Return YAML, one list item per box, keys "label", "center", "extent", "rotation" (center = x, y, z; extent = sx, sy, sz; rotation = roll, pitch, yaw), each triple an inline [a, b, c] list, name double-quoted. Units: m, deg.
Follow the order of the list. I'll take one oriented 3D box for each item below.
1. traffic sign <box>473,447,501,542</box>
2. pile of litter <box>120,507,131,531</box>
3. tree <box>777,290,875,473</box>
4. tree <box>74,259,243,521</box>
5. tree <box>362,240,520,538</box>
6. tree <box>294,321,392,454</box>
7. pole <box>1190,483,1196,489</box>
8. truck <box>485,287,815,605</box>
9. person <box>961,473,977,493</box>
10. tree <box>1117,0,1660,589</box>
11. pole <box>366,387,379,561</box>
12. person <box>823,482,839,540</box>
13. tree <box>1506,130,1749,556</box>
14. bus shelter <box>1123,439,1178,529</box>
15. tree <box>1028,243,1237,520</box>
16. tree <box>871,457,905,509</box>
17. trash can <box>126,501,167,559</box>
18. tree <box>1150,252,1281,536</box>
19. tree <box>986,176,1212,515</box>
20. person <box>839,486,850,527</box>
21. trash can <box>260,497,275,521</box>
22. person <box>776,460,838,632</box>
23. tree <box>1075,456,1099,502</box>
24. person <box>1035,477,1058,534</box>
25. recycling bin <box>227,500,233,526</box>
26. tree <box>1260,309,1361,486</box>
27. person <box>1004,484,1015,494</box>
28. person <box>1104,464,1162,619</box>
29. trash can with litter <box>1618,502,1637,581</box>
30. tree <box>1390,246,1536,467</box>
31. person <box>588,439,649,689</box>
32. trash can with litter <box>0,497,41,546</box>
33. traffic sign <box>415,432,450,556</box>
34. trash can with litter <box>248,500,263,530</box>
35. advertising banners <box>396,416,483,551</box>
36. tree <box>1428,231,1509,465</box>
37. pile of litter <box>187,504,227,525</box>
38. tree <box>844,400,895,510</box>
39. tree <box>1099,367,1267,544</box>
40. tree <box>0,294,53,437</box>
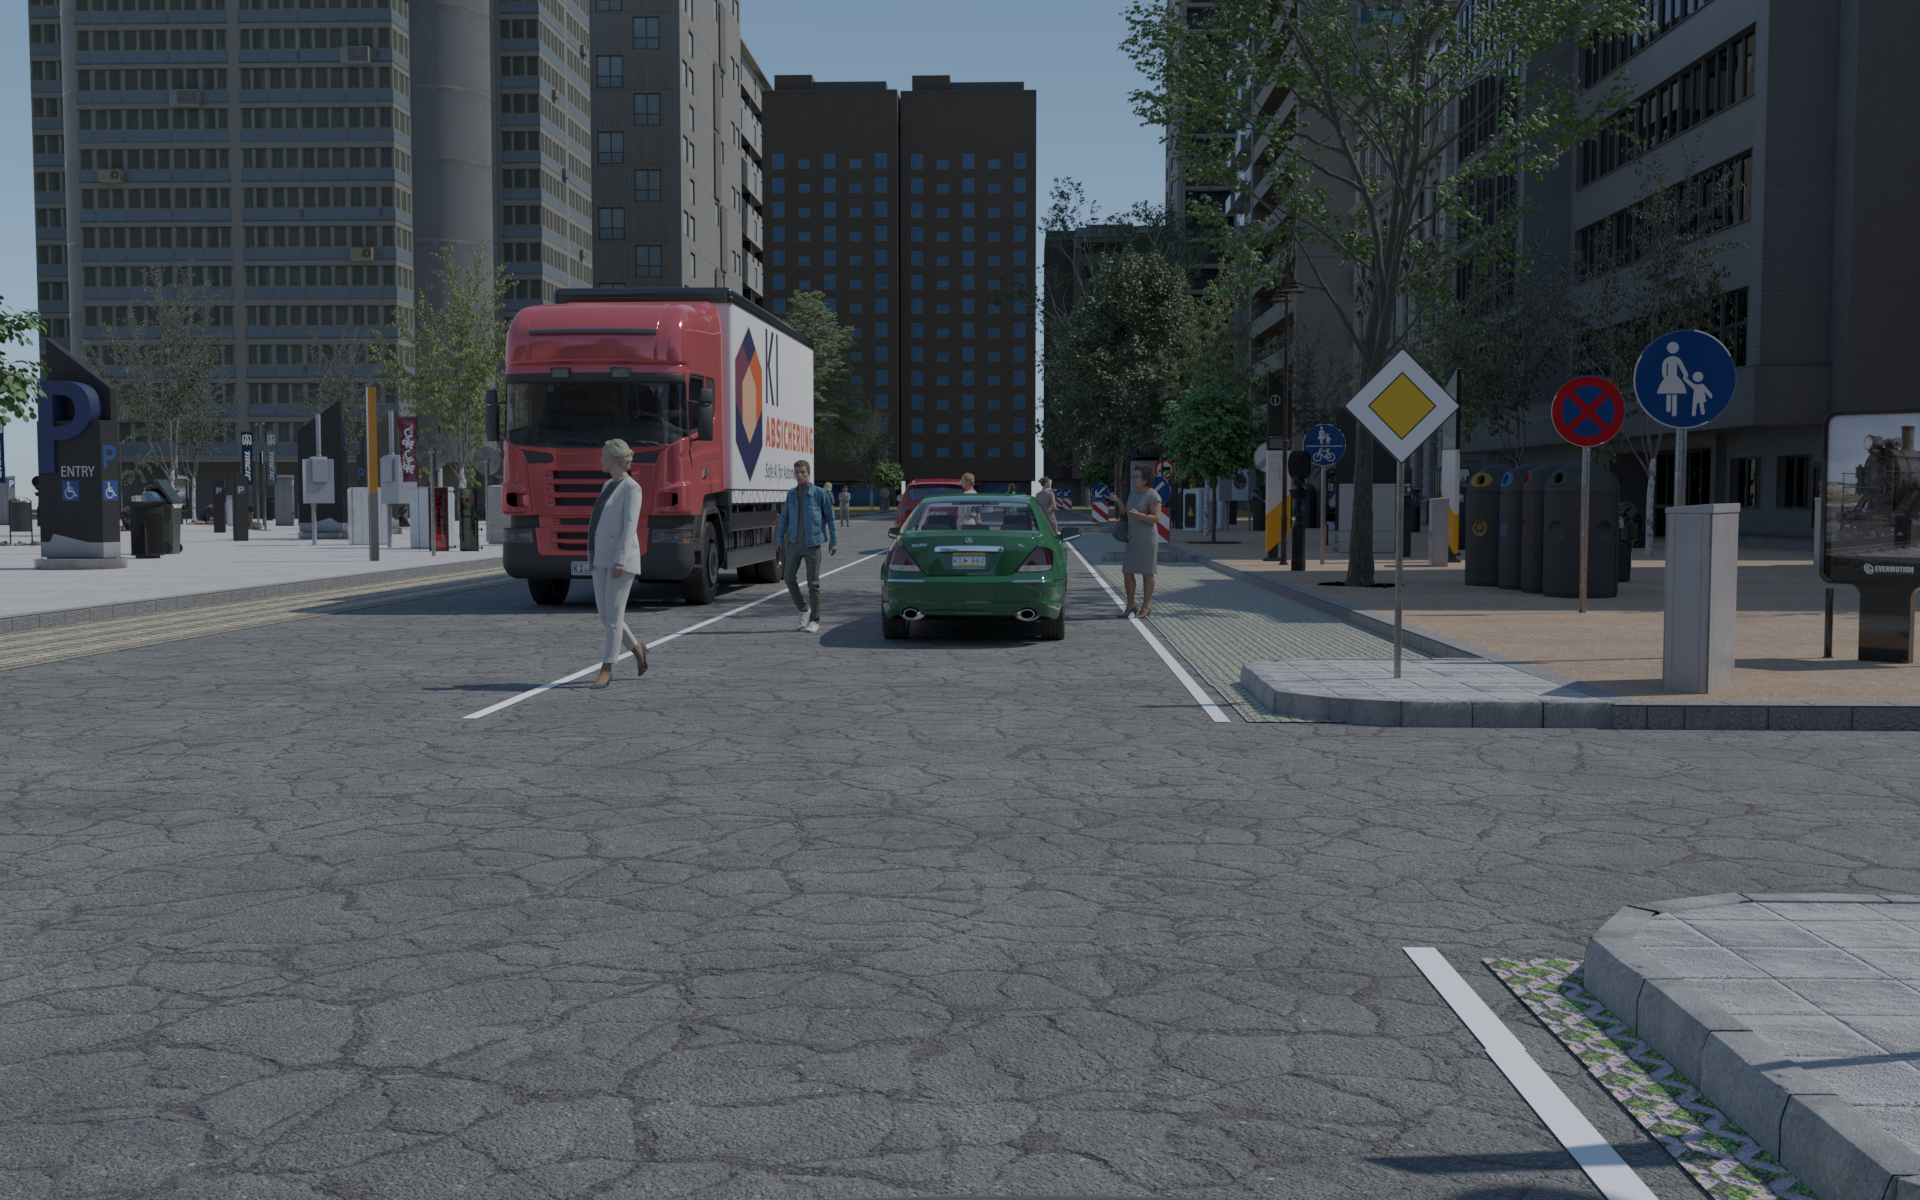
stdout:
- label: "traffic sign"
  center: [-12.733, -2.844, 46.611]
  extent: [0.768, 2.556, 0.104]
  rotation: [1, 4, 9]
- label: "pile of litter"
  center: [-29.001, -2.807, 59.863]
  extent: [1.176, 0.858, 1.719]
  rotation: [2, 4, 30]
- label: "tree"
  center: [-8.601, -10.889, 96.159]
  extent: [7.486, 12.596, 7.792]
  rotation: [0, 3, 0]
- label: "tree"
  center: [-24.717, -6.319, 53.685]
  extent: [4.360, 8.622, 3.978]
  rotation: [0, 3, 0]
- label: "tree"
  center: [-14.609, -6.088, 49.909]
  extent: [4.737, 8.622, 4.395]
  rotation: [0, 3, 0]
- label: "tree"
  center: [-26.613, -7.586, 74.390]
  extent: [4.360, 8.622, 3.978]
  rotation: [0, 3, 0]
- label: "pole"
  center: [8.268, -4.134, 61.433]
  extent: [0.158, 3.312, 0.155]
  rotation: [0, 3, 0]
- label: "truck"
  center: [-4.176, -2.259, 25.849]
  extent: [2.839, 4.237, 11.283]
  rotation: [0, 4, 3]
- label: "person"
  center: [0.151, -1.228, 28.925]
  extent: [0.624, 1.780, 0.694]
  rotation: [3, 5, 39]
- label: "tree"
  center: [5.722, -5.989, 23.680]
  extent: [9.928, 11.665, 9.643]
  rotation: [0, 3, 0]
- label: "pole"
  center: [-11.230, -2.401, 33.107]
  extent: [0.158, 3.312, 0.155]
  rotation: [0, 3, 0]
- label: "person"
  center: [-4.157, -2.802, 54.495]
  extent: [0.537, 1.800, 0.526]
  rotation: [3, 4, 37]
- label: "tree"
  center: [14.188, -5.222, 35.741]
  extent: [4.360, 8.622, 3.978]
  rotation: [0, 3, 0]
- label: "bus shelter"
  center: [7.446, -4.462, 66.872]
  extent: [2.014, 3.302, 5.546]
  rotation: [0, 4, 2]
- label: "tree"
  center: [7.795, -9.929, 79.340]
  extent: [9.611, 12.733, 9.660]
  rotation: [0, 3, 0]
- label: "tree"
  center: [-6.523, -10.400, 153.747]
  extent: [4.285, 4.588, 4.351]
  rotation: [0, 3, 0]
- label: "trash can"
  center: [-16.194, -1.398, 34.505]
  extent: [0.748, 1.137, 0.748]
  rotation: [0, 3, 0]
- label: "tree"
  center: [7.644, -6.277, 52.993]
  extent: [4.737, 8.622, 4.395]
  rotation: [0, 3, 0]
- label: "tree"
  center: [8.375, -15.190, 104.238]
  extent: [12.611, 20.169, 13.585]
  rotation: [0, 3, 0]
- label: "person"
  center: [-5.046, -4.103, 75.762]
  extent: [0.511, 1.800, 0.466]
  rotation: [-1, 4, -17]
- label: "trash can"
  center: [-33.401, -4.400, 83.585]
  extent: [0.748, 1.137, 0.748]
  rotation: [0, 3, 0]
- label: "person"
  center: [-1.595, -0.562, 18.039]
  extent: [0.601, 1.785, 0.444]
  rotation: [1, 4, 21]
- label: "tree"
  center: [10.691, -9.328, 136.221]
  extent: [4.285, 4.588, 4.351]
  rotation: [0, 3, 0]
- label: "person"
  center: [1.803, -1.605, 35.075]
  extent: [0.599, 1.781, 0.374]
  rotation: [2, 4, 28]
- label: "recycling bin"
  center: [-29.226, -3.516, 70.038]
  extent: [0.722, 1.027, 0.722]
  rotation: [-2, 4, -27]
- label: "tree"
  center: [14.076, -7.266, 69.158]
  extent: [4.360, 8.622, 3.978]
  rotation: [0, 3, 0]
- label: "person"
  center: [1.835, -3.185, 60.814]
  extent: [0.529, 1.795, 0.600]
  rotation: [-1, 4, -11]
- label: "person"
  center: [1.966, -0.680, 19.970]
  extent: [0.532, 1.782, 0.716]
  rotation: [-3, 4, -36]
- label: "trash can with litter"
  center: [9.395, -0.863, 25.494]
  extent: [0.624, 1.170, 1.055]
  rotation: [-3, 5, -39]
- label: "tree"
  center: [14.918, -6.209, 51.880]
  extent: [4.737, 8.622, 4.395]
  rotation: [0, 3, 0]
- label: "person"
  center: [-2.541, -0.284, 13.021]
  extent: [0.514, 1.842, 0.818]
  rotation: [2, 4, 29]
- label: "trash can with litter"
  center: [-23.778, -1.962, 43.143]
  extent: [2.233, 1.210, 1.678]
  rotation: [-1, 4, -10]
- label: "traffic sign"
  center: [-10.894, -2.181, 35.771]
  extent: [0.768, 2.556, 0.104]
  rotation: [0, 4, 8]
- label: "trash can with litter"
  center: [-25.608, -3.129, 62.546]
  extent: [1.055, 1.170, 0.624]
  rotation: [2, 4, 28]
- label: "advertising banners"
  center: [-11.709, -2.614, 38.926]
  extent: [2.074, 3.025, 0.090]
  rotation: [1, 4, 13]
- label: "tree"
  center: [14.845, -5.900, 46.825]
  extent: [4.360, 8.622, 3.978]
  rotation: [0, 3, 0]
- label: "pile of litter"
  center: [-31.448, -3.573, 72.387]
  extent: [1.719, 0.858, 1.176]
  rotation: [1, 4, 19]
- label: "tree"
  center: [-7.035, -11.308, 135.244]
  extent: [4.360, 8.622, 3.978]
  rotation: [0, 3, 0]
- label: "tree"
  center: [6.536, -3.753, 45.082]
  extent: [4.285, 4.588, 4.351]
  rotation: [0, 3, 0]
- label: "tree"
  center: [-11.972, -2.156, 18.967]
  extent: [4.285, 4.588, 4.351]
  rotation: [0, 3, 0]
